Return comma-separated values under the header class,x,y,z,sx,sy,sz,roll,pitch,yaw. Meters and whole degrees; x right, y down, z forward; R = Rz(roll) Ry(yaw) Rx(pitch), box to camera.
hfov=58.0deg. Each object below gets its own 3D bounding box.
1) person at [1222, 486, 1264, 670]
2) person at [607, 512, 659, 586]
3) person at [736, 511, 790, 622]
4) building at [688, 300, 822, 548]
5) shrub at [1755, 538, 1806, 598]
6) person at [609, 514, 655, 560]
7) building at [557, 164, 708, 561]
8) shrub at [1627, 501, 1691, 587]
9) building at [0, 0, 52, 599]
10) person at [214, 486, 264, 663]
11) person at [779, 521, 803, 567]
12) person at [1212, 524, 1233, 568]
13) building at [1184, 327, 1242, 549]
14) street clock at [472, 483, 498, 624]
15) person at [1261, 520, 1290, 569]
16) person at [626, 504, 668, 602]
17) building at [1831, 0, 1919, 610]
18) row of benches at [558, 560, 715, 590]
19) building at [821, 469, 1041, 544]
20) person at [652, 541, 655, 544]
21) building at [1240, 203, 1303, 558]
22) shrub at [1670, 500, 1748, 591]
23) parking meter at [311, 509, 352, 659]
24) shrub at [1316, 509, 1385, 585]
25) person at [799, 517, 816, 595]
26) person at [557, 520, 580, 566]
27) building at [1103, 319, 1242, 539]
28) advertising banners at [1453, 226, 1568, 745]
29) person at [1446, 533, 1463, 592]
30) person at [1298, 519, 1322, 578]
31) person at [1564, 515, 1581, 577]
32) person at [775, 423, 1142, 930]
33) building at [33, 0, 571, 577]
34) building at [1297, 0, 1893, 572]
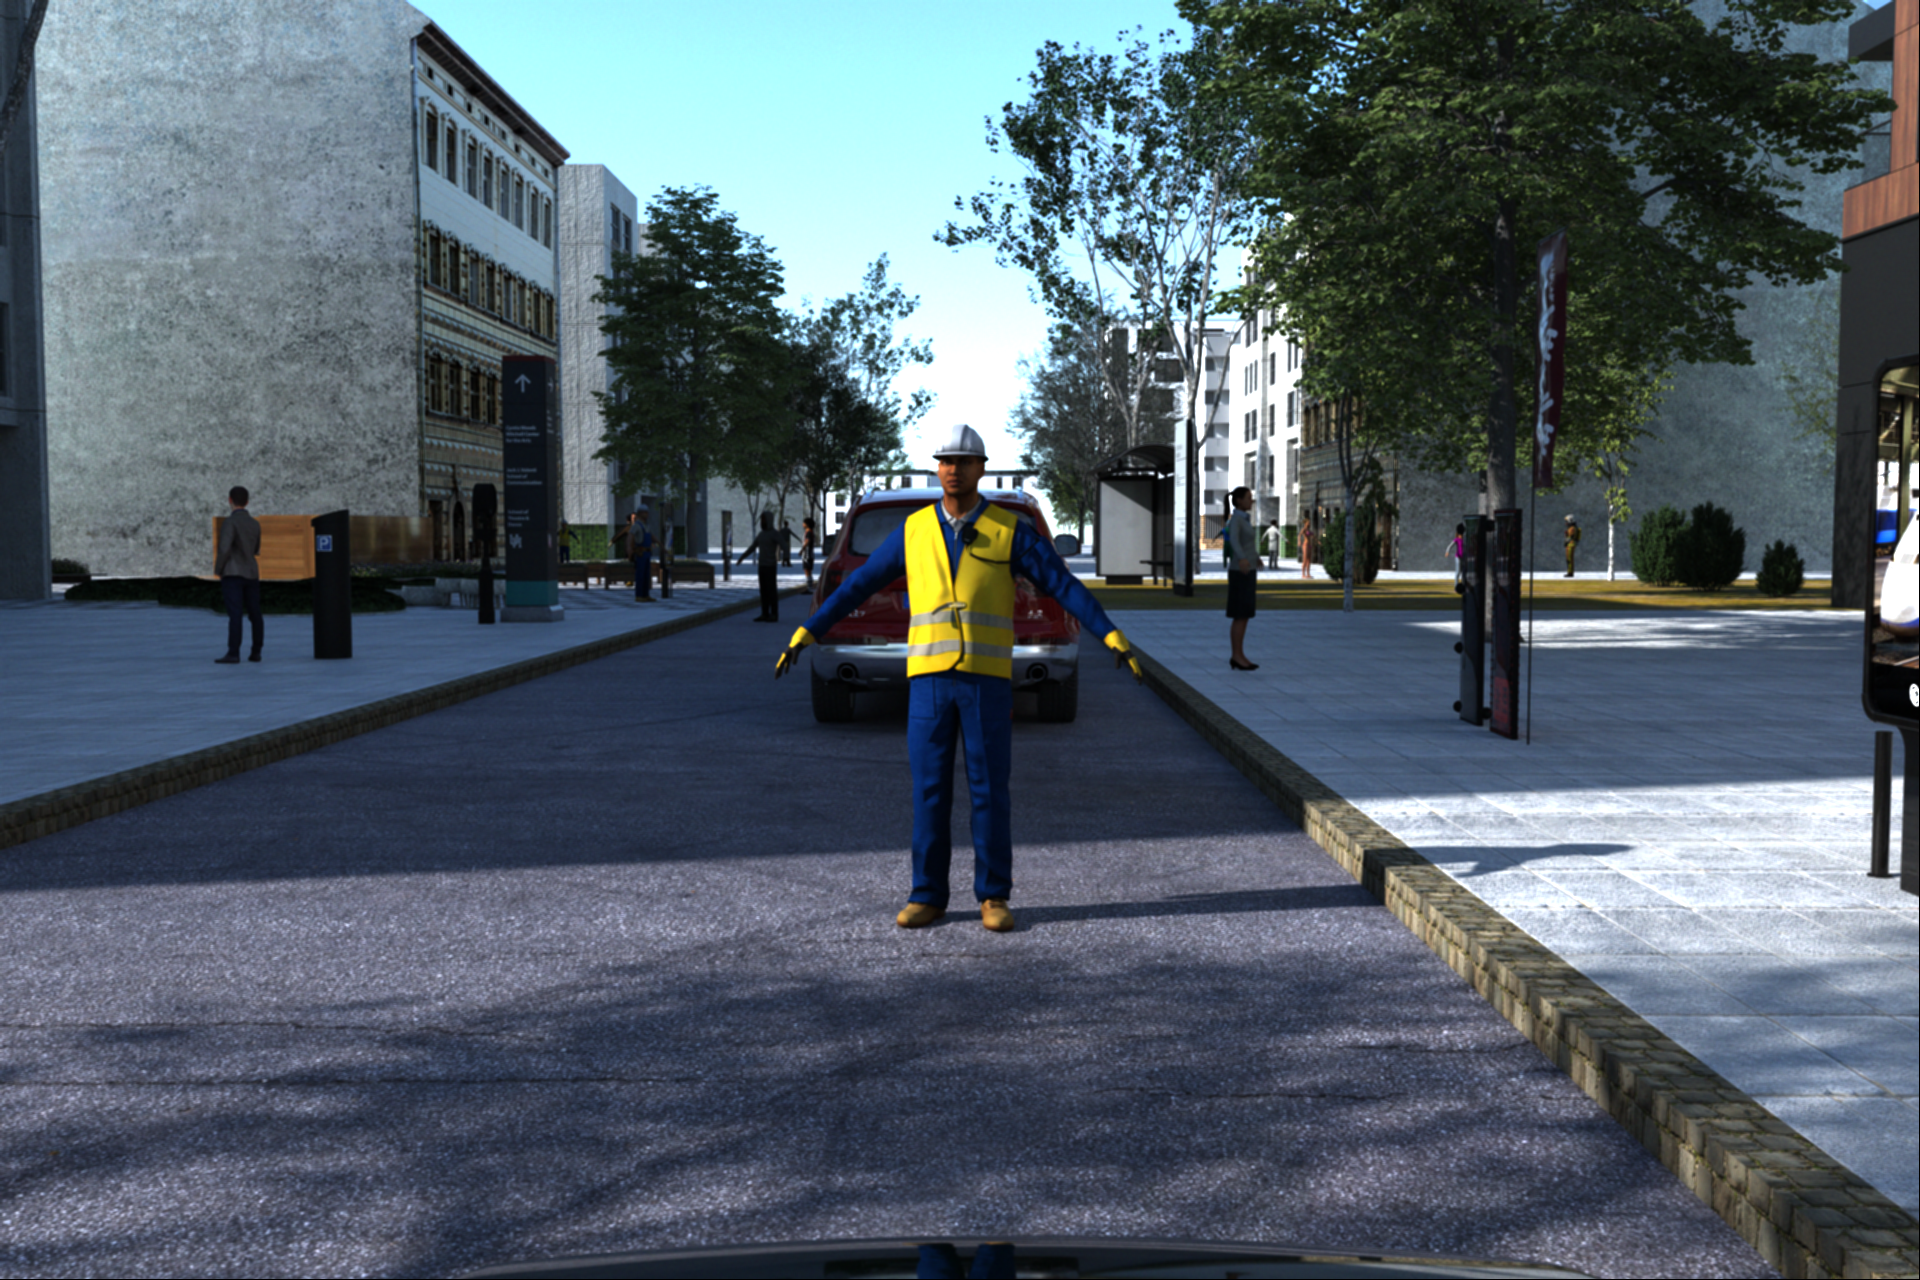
class,x,y,z,sx,sy,sz,roll,pitch,yaw
person,2.749,-0.587,16.422,0.721,1.735,1.217,1,4,16
person,-7.953,-2.218,42.401,1.346,1.812,0.704,0,4,7
person,-3.160,-1.204,28.267,0.705,1.813,1.348,-3,5,-44
building,-23.277,-20.427,164.915,19.493,23.208,18.063,0,3,0
shrub,16.584,-1.461,35.009,1.383,1.207,1.383,0,3,0
person,-8.992,-2.530,47.304,1.347,1.837,0.705,1,4,11
building,-25.234,-14.213,98.846,16.747,18.905,31.486,0,4,1
shrub,17.042,-2.316,41.915,1.661,2.075,1.752,0,3,0
building,-26.520,-9.294,18.416,16.747,18.905,31.486,0,4,0
person,-7.330,-0.662,17.405,0.750,1.759,0.617,2,4,35
person,-6.809,-3.778,68.034,1.348,1.796,0.705,2,4,26
person,10.131,-3.616,65.253,1.347,1.817,0.704,1,4,22
building,25.706,-18.477,158.519,16.016,20.090,11.380,0,4,0
street clock,-6.780,-1.234,24.754,0.358,2.002,0.471,0,4,1
person,11.414,-3.468,62.885,0.705,1.806,1.347,-3,4,-38
person,-5.988,-1.650,32.832,0.705,1.847,1.347,1,4,22
building,25.677,-10.370,13.520,27.936,21.610,32.646,0,4,1
row of benches,-7.607,-1.510,40.148,4.104,0.672,1.422,-1,4,-14
building,-3.772,-17.159,225.150,28.070,9.664,9.099,0,4,6
person,-12.658,-3.879,69.209,1.354,1.856,0.705,3,5,45
building,25.702,-13.856,93.007,16.747,18.905,31.486,0,4,1
shrub,16.822,-2.135,38.944,1.661,2.075,1.752,0,3,0
parking meter,-6.493,-0.580,17.896,0.372,1.533,0.369,0,3,0
shrub,9.950,-2.427,44.093,1.690,2.028,1.600,0,3,0
person,-3.620,-1.986,41.070,0.704,1.843,1.345,0,4,3
person,-13.478,-3.207,58.896,1.216,1.772,0.721,1,4,11
building,28.618,-20.629,181.266,27.936,21.610,32.646,0,4,1
advertising banners,3.464,-0.904,10.966,0.090,3.025,2.074,0,4,1
person,11.121,-1.775,38.286,0.991,1.433,0.599,-2,4,-24
person,10.133,-2.654,50.201,0.721,1.733,1.217,3,5,43
person,18.178,-2.807,51.656,0.705,1.858,1.354,1,4,22
person,-0.003,0.128,6.341,1.349,1.833,0.705,1,4,11
building,-25.237,-14.015,60.067,19.493,23.208,18.063,0,4,0
building,24.176,-14.451,67.196,19.493,23.208,18.063,0,4,1
